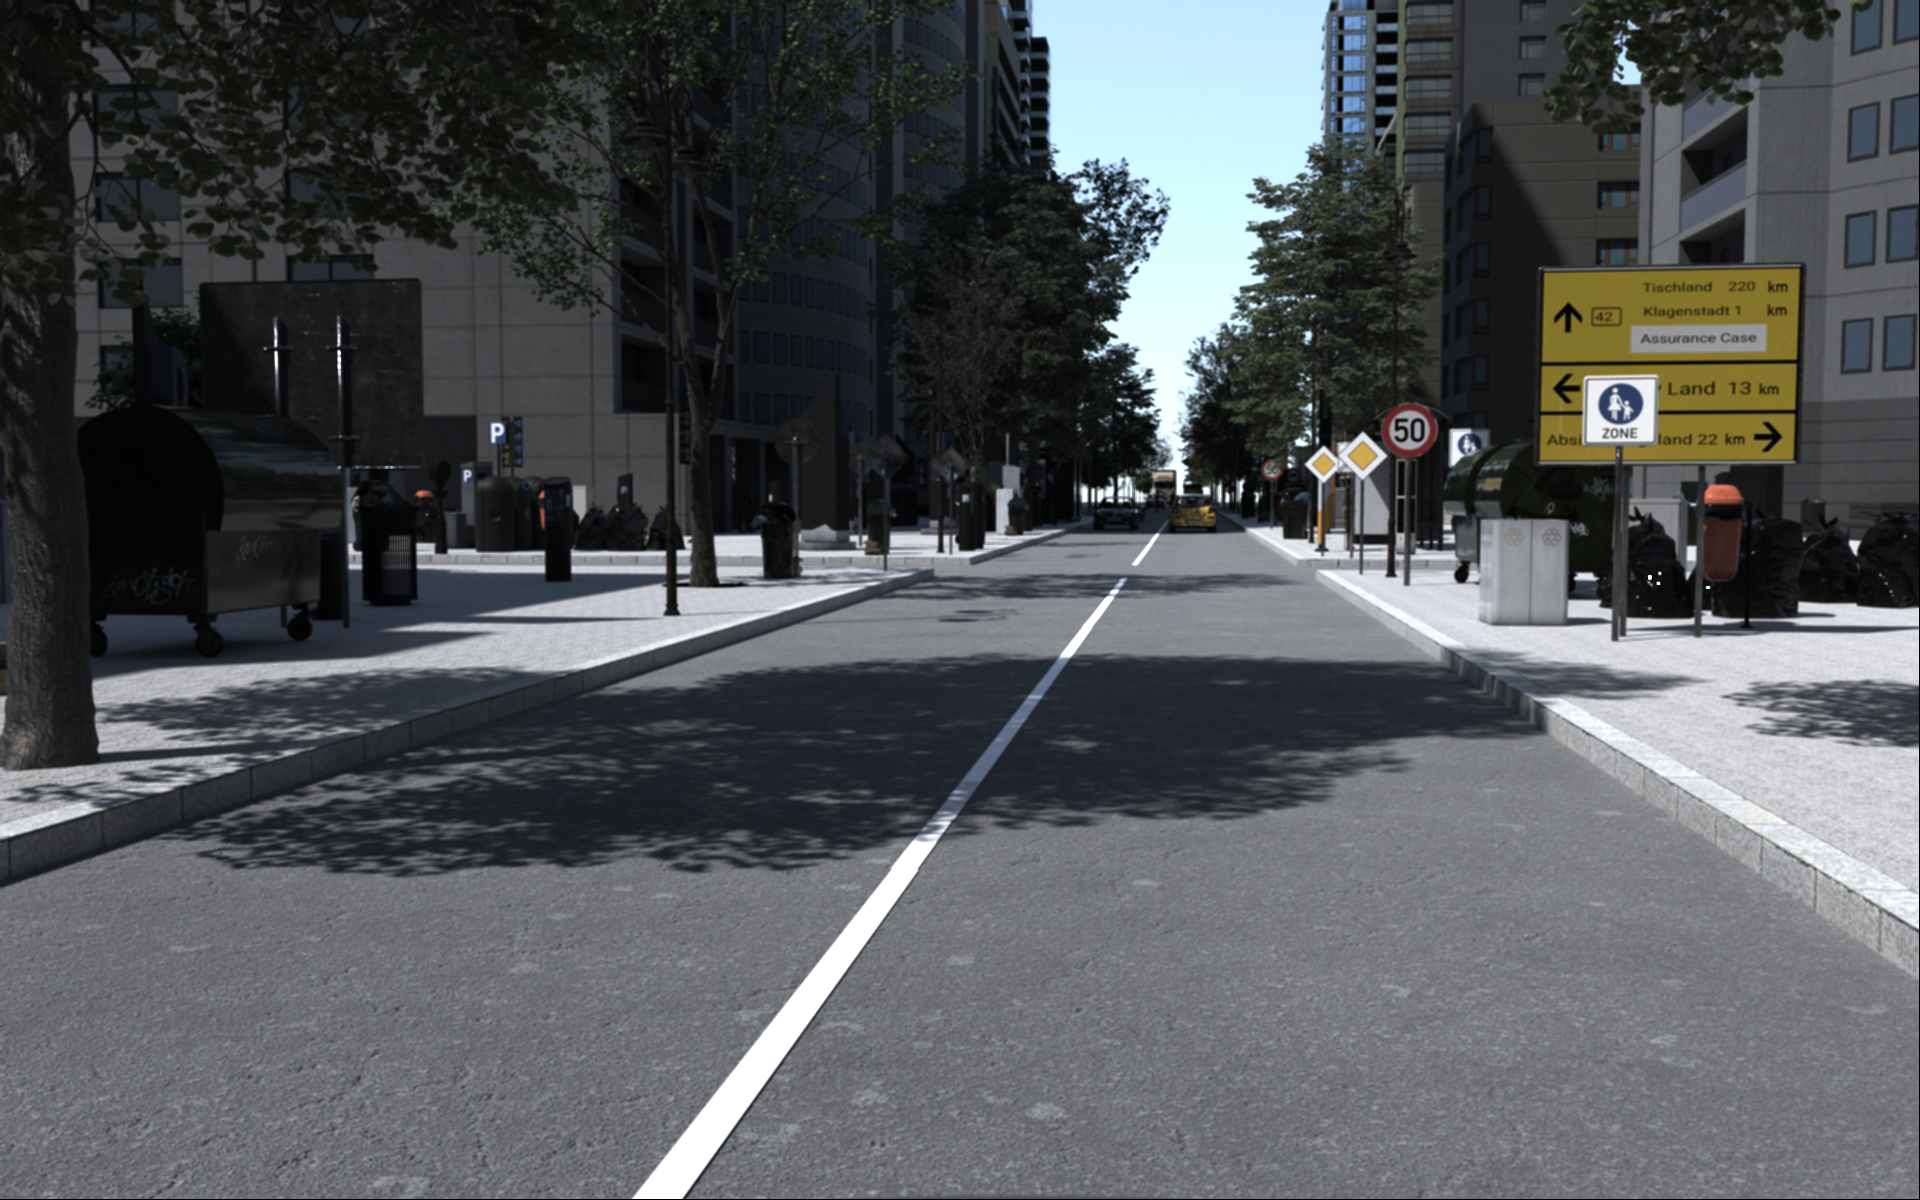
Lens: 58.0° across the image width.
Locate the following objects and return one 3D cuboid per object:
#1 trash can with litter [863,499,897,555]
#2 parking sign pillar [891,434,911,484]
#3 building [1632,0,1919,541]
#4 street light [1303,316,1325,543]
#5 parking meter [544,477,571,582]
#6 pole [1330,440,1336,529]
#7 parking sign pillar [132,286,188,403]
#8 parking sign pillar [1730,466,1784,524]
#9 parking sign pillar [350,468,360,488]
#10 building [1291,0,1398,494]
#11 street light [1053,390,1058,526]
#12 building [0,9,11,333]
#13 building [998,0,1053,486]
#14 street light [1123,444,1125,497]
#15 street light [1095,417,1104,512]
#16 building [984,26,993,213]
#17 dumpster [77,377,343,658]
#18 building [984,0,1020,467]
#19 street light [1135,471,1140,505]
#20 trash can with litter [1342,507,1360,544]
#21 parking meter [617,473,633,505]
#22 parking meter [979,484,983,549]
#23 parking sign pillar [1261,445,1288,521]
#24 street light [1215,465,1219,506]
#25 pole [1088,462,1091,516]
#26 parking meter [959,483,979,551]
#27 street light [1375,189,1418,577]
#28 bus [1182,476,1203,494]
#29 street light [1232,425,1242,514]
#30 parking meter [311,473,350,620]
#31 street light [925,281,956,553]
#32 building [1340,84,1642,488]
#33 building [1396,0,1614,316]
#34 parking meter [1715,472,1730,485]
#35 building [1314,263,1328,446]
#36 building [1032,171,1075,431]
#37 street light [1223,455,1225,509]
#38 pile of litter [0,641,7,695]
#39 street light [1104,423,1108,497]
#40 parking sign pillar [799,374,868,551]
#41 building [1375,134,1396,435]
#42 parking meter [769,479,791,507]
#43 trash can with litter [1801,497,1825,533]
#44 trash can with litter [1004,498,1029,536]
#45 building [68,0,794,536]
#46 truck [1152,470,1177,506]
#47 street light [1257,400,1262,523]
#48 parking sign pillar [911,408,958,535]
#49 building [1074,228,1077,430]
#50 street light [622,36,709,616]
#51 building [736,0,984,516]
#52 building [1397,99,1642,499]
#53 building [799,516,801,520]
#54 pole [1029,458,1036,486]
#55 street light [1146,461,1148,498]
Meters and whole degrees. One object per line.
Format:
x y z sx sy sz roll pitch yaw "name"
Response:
-1.710 -1.549 36.711 0.624 1.170 1.055 0 4 6 "trash can with litter"
-2.575 -5.459 77.719 1.447 3.967 1.447 -3 4 -38 "parking sign pillar"
37.580 -31.174 51.692 28.212 58.520 21.231 0 4 7 "building"
9.218 -4.431 45.227 0.468 5.910 1.993 0 4 7 "street light"
-5.923 -1.045 25.496 0.372 1.533 0.369 0 3 0 "parking meter"
13.673 -4.263 63.547 0.158 3.312 0.155 0 3 0 "pole"
-10.681 -2.124 23.204 1.447 3.967 1.447 -1 4 -14 "parking sign pillar"
17.688 -3.057 38.461 1.447 3.967 1.447 -1 4 -11 "parking sign pillar"
-37.816 -7.186 105.970 1.447 3.967 1.447 -2 4 -33 "parking sign pillar"
55.635 -55.764 224.415 22.319 86.520 31.000 0 4 7 "building"
3.887 -5.974 70.455 0.468 5.910 1.993 0 4 7 "street light"
-55.071 -23.119 69.879 23.993 40.220 32.217 0 4 7 "building"
1.424 -55.570 221.239 22.319 86.520 31.000 0 4 7 "building"
13.735 -10.530 144.950 0.468 5.910 1.993 0 4 7 "street light"
8.075 -7.926 102.378 0.468 5.910 1.993 0 4 7 "street light"
-4.964 -28.403 147.983 14.154 41.232 14.086 0 4 7 "building"
-6.278 -0.725 14.353 1.502 2.255 1.985 0 4 8 "dumpster"
-5.860 -33.185 166.275 21.300 48.544 21.600 0 4 7 "building"
20.297 -13.615 195.394 0.468 5.910 1.993 0 4 7 "street light"
10.432 -2.036 44.681 1.055 1.170 0.624 -1 4 -14 "trash can with litter"
-9.441 -2.638 48.847 0.399 1.863 0.255 1 4 9 "parking meter"
0.361 -1.955 40.378 0.372 1.533 0.369 0 3 0 "parking meter"
14.972 -5.743 82.368 1.447 3.967 1.447 -2 4 -34 "parking sign pillar"
27.615 -12.981 185.030 0.468 5.910 1.993 0 4 7 "street light"
7.604 -6.599 101.732 0.158 3.312 0.155 0 3 0 "pole"
0.157 -1.879 39.128 0.372 1.533 0.369 0 3 0 "parking meter"
6.669 -3.292 26.612 0.468 5.910 1.993 0 4 7 "street light"
32.104 -15.123 238.802 2.896 3.916 12.252 0 4 7 "bus"
17.632 -8.364 109.542 0.468 5.910 1.993 0 4 7 "street light"
-6.466 -0.571 17.741 0.372 1.533 0.369 0 3 0 "parking meter"
-0.422 -3.973 37.747 0.468 5.910 1.993 0 4 7 "street light"
51.905 -28.542 158.537 32.217 40.220 23.993 0 4 7 "building"
38.774 -27.092 126.541 14.154 41.232 14.086 0 4 7 "building"
20.216 -2.461 45.952 0.255 1.863 0.399 0 4 -4 "parking meter"
64.638 -34.278 252.328 32.217 40.220 23.993 0 4 7 "building"
8.800 -36.341 244.280 14.600 45.320 14.200 0 4 7 "building"
23.400 -11.029 153.111 0.468 5.910 1.993 0 4 7 "street light"
-6.491 0.163 11.306 1.176 0.858 1.719 1 4 8 "pile of litter"
9.417 -8.570 112.909 0.468 5.910 1.993 0 4 7 "street light"
-3.098 -3.132 39.685 1.447 3.967 1.447 -3 5 -43 "parking sign pillar"
40.885 -22.587 141.001 14.160 30.474 14.107 0 4 7 "building"
-3.058 -1.290 29.499 0.372 1.533 0.369 0 3 0 "parking meter"
20.451 -1.919 42.438 2.233 1.210 1.678 1 4 20 "trash can with litter"
1.743 -2.592 53.764 0.624 1.170 1.055 1 4 16 "trash can with litter"
-17.117 -38.147 61.949 20.563 71.187 20.611 0 4 7 "building"
23.979 -13.065 202.521 2.839 4.237 11.283 1 4 8 "truck"
13.449 -6.411 77.609 0.468 5.910 1.993 0 4 7 "street light"
-0.539 -4.051 54.708 1.447 3.967 1.447 1 4 20 "parking sign pillar"
10.116 -35.179 258.770 14.154 41.232 14.086 0 4 7 "building"
-3.046 -2.774 18.139 0.468 5.910 1.993 0 4 7 "street light"
-10.281 -35.771 126.862 21.231 58.520 28.212 0 4 7 "building"
38.252 -14.955 89.557 27.650 21.520 28.899 0 4 7 "building"
-15.731 -33.809 94.783 21.231 58.520 28.212 0 4 7 "building"
3.575 -5.523 84.150 0.158 3.312 0.155 0 3 0 "pole"
24.458 -15.568 227.321 0.468 5.910 1.993 0 4 7 "street light"
